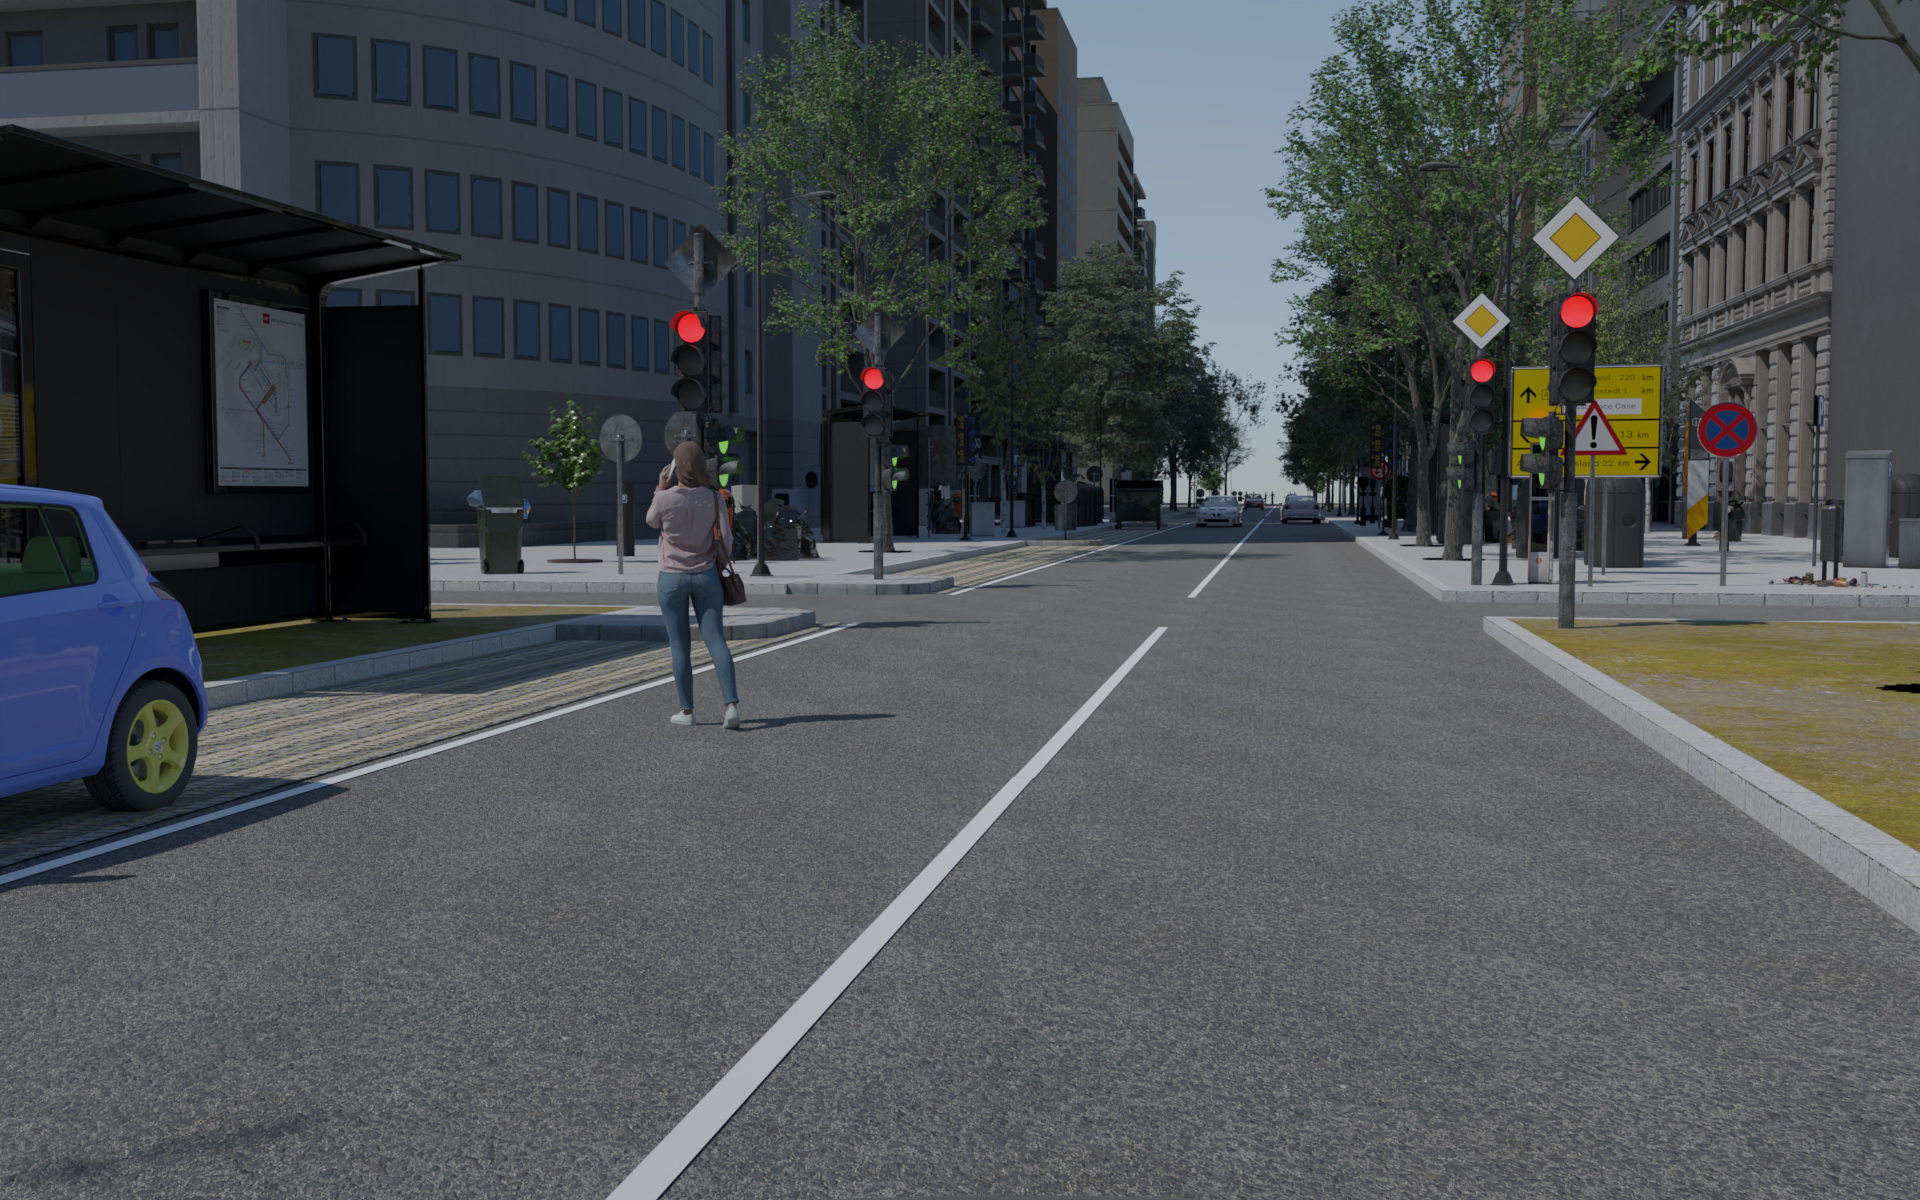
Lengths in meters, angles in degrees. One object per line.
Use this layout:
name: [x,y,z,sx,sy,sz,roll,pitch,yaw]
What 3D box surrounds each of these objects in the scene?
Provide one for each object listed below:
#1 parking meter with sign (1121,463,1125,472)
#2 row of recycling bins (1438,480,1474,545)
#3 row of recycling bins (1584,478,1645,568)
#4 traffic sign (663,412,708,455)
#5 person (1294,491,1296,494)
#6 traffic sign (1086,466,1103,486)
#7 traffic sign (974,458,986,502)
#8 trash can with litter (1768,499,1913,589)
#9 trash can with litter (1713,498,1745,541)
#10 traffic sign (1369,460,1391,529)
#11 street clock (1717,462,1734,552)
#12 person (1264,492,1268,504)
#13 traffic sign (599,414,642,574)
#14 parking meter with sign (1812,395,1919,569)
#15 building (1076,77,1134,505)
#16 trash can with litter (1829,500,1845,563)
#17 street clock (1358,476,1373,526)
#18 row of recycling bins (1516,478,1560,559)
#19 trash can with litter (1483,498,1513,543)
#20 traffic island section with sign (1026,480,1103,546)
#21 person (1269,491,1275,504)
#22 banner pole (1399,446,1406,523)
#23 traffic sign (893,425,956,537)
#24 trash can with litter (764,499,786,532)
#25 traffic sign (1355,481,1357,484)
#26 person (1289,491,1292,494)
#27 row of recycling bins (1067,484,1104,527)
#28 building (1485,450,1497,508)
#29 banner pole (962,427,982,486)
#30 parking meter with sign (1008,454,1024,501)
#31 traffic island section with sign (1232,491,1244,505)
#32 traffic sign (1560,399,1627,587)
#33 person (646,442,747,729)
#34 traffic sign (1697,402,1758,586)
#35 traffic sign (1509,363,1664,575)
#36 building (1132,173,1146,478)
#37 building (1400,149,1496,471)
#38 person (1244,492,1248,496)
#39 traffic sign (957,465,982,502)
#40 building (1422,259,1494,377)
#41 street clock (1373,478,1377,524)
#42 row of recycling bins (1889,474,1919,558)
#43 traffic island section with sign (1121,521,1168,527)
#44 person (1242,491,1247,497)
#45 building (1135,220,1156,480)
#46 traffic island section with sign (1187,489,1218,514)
parking meter with sign: [9.075,-6.126,96.424,0.543,3.016,1.738,1,4,18]
row of recycling bins: [12.990,-2.333,45.262,1.069,1.692,3.534,1,4,13]
row of recycling bins: [11.900,-1.494,31.538,1.069,1.692,3.534,1,4,20]
traffic sign: [-4.108,-1.587,26.047,0.768,2.556,0.104,1,4,13]
person: [46.078,-14.060,238.519,1.348,1.807,0.705,0,4,-4]
traffic sign: [6.000,-4.727,77.397,0.768,2.556,0.104,1,4,17]
traffic sign: [0.542,-3.713,60.816,0.768,2.556,0.104,1,4,18]
trash can with litter: [12.369,-0.830,24.621,1.678,1.210,2.233,1,4,10]
trash can with litter: [20.834,-2.182,47.062,0.624,1.170,1.055,0,4,-7]
traffic sign: [15.554,-3.919,64.190,0.768,2.556,0.104,1,4,18]
street clock: [17.068,-2.083,38.629,0.358,2.002,0.471,2,4,31]
person: [43.942,-14.623,248.120,0.750,1.759,0.617,3,5,45]
traffic sign: [-5.431,-1.685,27.656,0.768,2.556,0.104,1,4,18]
parking meter with sign: [15.790,-2.069,30.087,1.738,3.016,0.543,2,4,35]
building: [9.083,-35.672,206.934,21.300,48.544,21.600,1,4,11]
trash can with litter: [16.574,-1.274,32.216,0.624,1.170,1.055,0,4,6]
street clock: [16.244,-3.988,69.775,0.358,2.002,0.471,-1,4,-21]
row of recycling bins: [12.073,-1.760,35.893,1.069,1.692,3.534,1,4,19]
trash can with litter: [14.243,-2.081,45.411,0.624,1.170,1.055,-3,5,-44]
traffic island section with sign: [2.952,-2.420,48.197,1.989,1.847,2.006,1,4,11]
person: [43.370,-14.192,240.620,0.705,1.814,1.350,-2,4,-29]
banner pole: [19.464,-5.287,76.463,0.401,3.779,0.863,-2,4,-29]
traffic sign: [-1.246,-3.531,51.597,2.265,3.308,0.079,1,4,11]
trash can with litter: [-4.585,-1.846,41.561,0.624,1.170,1.055,2,4,28]
traffic sign: [21.426,-5.626,91.992,0.884,2.594,0.081,1,4,17]
person: [44.188,-13.643,231.641,1.350,1.814,0.705,0,4,6]
row of recycling bins: [4.842,-3.803,69.285,1.069,1.692,3.534,1,4,13]
building: [53.200,-50.651,140.821,22.319,86.520,31.000,1,4,11]
banner pole: [0.434,-4.558,64.533,0.863,3.779,0.401,1,4,16]
parking meter with sign: [2.335,-4.800,74.745,0.543,3.016,1.738,1,4,15]
traffic island section with sign: [37.611,-13.660,231.961,1.989,1.847,2.006,1,4,11]
traffic sign: [8.716,-1.460,23.880,0.884,2.594,0.081,1,4,11]
person: [-1.587,-0.093,10.616,0.593,1.750,0.643,-1,4,-20]
traffic sign: [10.653,-1.468,24.108,0.768,2.556,0.104,1,4,20]
traffic sign: [9.880,-2.051,27.413,2.265,3.308,0.079,1,4,18]
building: [13.214,-35.339,232.424,22.147,44.769,28.867,1,4,11]
building: [67.278,-34.697,221.913,22.147,44.769,28.867,1,4,11]
person: [39.669,-14.058,239.163,1.217,1.723,0.721,-2,4,-24]
traffic sign: [0.319,-3.666,59.941,0.884,2.594,0.081,1,4,13]
building: [60.601,-26.287,201.491,14.160,30.474,14.107,1,4,11]
street clock: [17.862,-4.305,74.951,0.358,2.002,0.471,1,4,21]
row of recycling bins: [19.628,-1.777,36.170,1.069,1.692,3.534,1,4,23]
traffic island section with sign: [8.005,-4.061,75.017,1.989,1.847,2.006,1,4,11]
person: [34.120,-12.125,207.270,0.750,1.759,0.617,0,4,4]
building: [20.973,-34.819,252.887,14.154,41.232,14.086,1,4,11]
traffic island section with sign: [17.312,-7.078,124.351,1.989,1.847,2.006,1,4,11]
